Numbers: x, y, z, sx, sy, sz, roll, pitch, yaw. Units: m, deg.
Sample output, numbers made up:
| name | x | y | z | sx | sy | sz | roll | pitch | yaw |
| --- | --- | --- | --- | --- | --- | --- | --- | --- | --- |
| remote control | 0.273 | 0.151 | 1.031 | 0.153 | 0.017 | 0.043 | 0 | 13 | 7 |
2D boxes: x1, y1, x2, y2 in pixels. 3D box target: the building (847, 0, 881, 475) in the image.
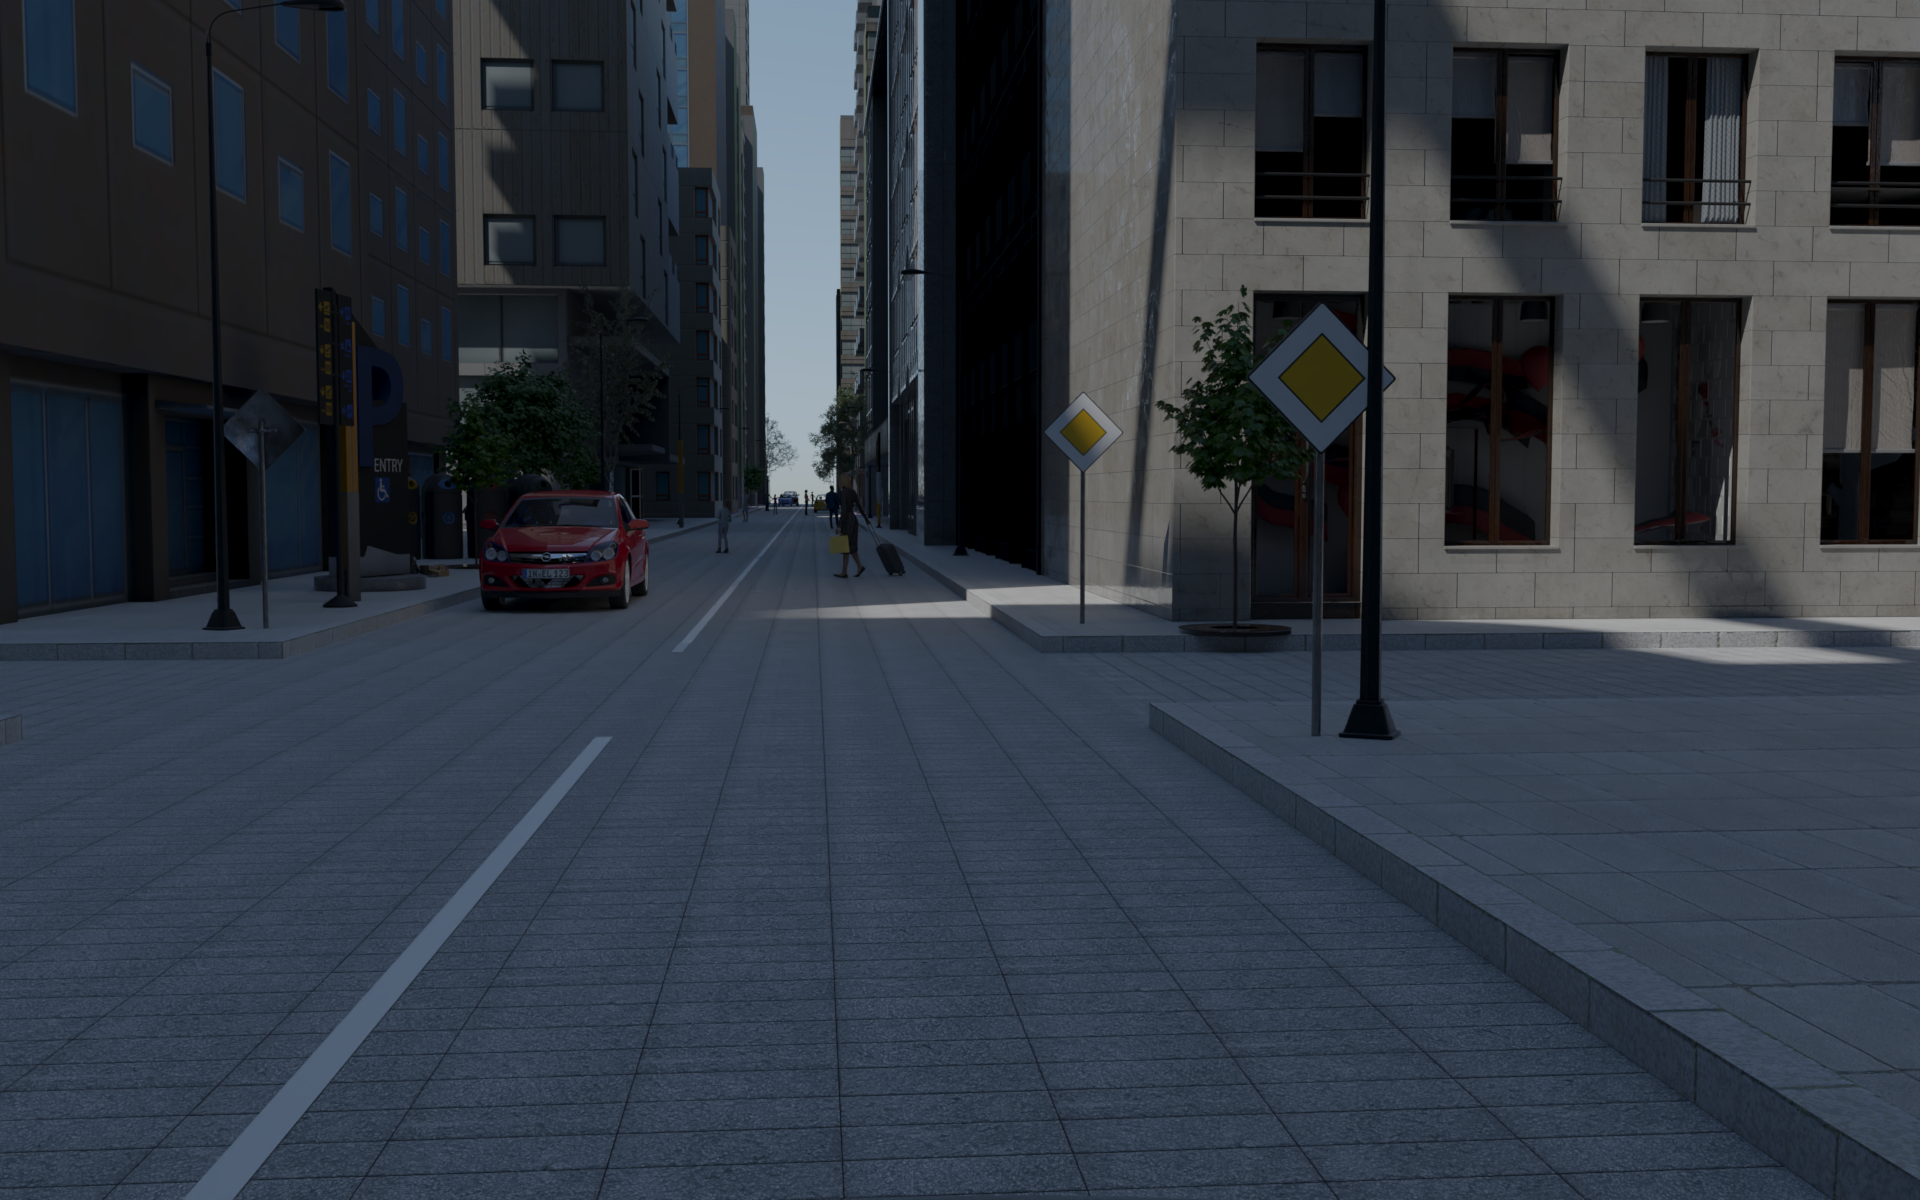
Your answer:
| name | x | y | z | sx | sy | sz | roll | pitch | yaw |
| --- | --- | --- | --- | --- | --- | --- | --- | --- | --- |
| building | 1.968 | -32.626 | 153.039 | 23.786 | 49.044 | 30.456 | 0 | 4 | -5 |

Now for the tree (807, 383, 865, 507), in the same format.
| name | x | y | z | sx | sy | sz | roll | pitch | yaw |
| --- | --- | --- | --- | --- | --- | --- | --- | --- | --- |
| tree | -11.100 | -15.967 | 178.062 | 9.611 | 12.733 | 9.660 | 0 | 3 | 0 |

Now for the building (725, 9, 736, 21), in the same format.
| name | x | y | z | sx | sy | sz | roll | pitch | yaw |
| --- | --- | --- | --- | --- | --- | --- | --- | --- | --- |
| building | -25.434 | -27.986 | 141.158 | 14.154 | 41.232 | 14.086 | 0 | 4 | -5 |

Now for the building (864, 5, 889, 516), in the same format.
| name | x | y | z | sx | sy | sz | roll | pitch | yaw |
| --- | --- | --- | --- | --- | --- | --- | --- | --- | --- |
| building | 1.046 | -20.518 | 107.172 | 14.160 | 30.474 | 14.107 | 0 | 4 | -5 |

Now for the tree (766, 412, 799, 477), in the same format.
| name | x | y | z | sx | sy | sz | roll | pitch | yaw |
| --- | --- | --- | --- | --- | --- | --- | --- | --- | --- |
| tree | -28.055 | -20.719 | 249.117 | 12.009 | 13.543 | 11.850 | 0 | 3 | 0 |

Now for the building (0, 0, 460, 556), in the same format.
| name | x | y | z | sx | sy | sz | roll | pitch | yaw |
| --- | --- | --- | --- | --- | --- | --- | --- | --- | --- |
| building | -21.506 | -24.087 | 43.941 | 14.600 | 45.320 | 14.200 | 0 | 4 | -5 |

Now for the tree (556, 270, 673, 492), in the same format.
| name | x | y | z | sx | sy | sz | roll | pitch | yaw |
| --- | --- | --- | --- | --- | --- | --- | --- | --- | --- |
| tree | -11.606 | -6.554 | 57.523 | 4.360 | 8.622 | 3.978 | 0 | 3 | 0 |

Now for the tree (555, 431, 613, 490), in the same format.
| name | x | y | z | sx | sy | sz | roll | pitch | yaw |
| --- | --- | --- | --- | --- | --- | --- | --- | --- | --- |
| tree | -11.420 | -3.482 | 51.524 | 1.663 | 3.219 | 1.824 | 0 | 3 | 0 |

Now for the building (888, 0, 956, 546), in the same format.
| name | x | y | z | sx | sy | sz | roll | pitch | yaw |
| --- | --- | --- | --- | --- | --- | --- | --- | --- | --- |
| building | 4.248 | -14.353 | 52.700 | 12.078 | 24.808 | 19.932 | 0 | 4 | -5 |

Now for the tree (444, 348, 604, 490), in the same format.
| name | x | y | z | sx | sy | sz | roll | pitch | yaw |
| --- | --- | --- | --- | --- | --- | --- | --- | --- | --- |
| tree | -9.737 | -3.377 | 38.923 | 4.285 | 4.588 | 4.351 | 0 | 3 | 0 |

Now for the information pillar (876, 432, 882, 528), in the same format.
| name | x | y | z | sx | sy | sz | roll | pitch | yaw |
| --- | --- | --- | --- | --- | --- | --- | --- | --- | --- |
| information pillar | -3.086 | -4.539 | 65.563 | 0.183 | 3.616 | 0.504 | -1 | 4 | -13 |

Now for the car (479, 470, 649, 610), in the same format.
| name | x | y | z | sx | sy | sz | roll | pitch | yaw |
| --- | --- | --- | --- | --- | --- | --- | --- | --- | --- |
| car | -5.150 | -0.844 | 22.846 | 2.155 | 1.783 | 4.494 | 0 | 4 | -5 |

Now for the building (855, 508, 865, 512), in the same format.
| name | x | y | z | sx | sy | sz | roll | pitch | yaw |
| --- | --- | --- | --- | --- | --- | --- | --- | --- | --- |
| building | 8.560 | -26.588 | 126.597 | 32.217 | 40.220 | 23.993 | 0 | 4 | -5 |

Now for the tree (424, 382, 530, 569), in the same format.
| name | x | y | z | sx | sy | sz | roll | pitch | yaw |
| --- | --- | --- | --- | --- | --- | --- | --- | --- | --- |
| tree | -8.333 | -2.154 | 29.813 | 1.663 | 3.219 | 1.824 | 0 | 3 | 0 |

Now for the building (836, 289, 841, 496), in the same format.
| name | x | y | z | sx | sy | sz | roll | pitch | yaw |
| --- | --- | --- | --- | --- | --- | --- | --- | --- | --- |
| building | -10.427 | -28.878 | 243.850 | 14.160 | 30.474 | 14.107 | 0 | 4 | -5 |

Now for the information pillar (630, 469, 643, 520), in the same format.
| name | x | y | z | sx | sy | sz | roll | pitch | yaw |
| --- | --- | --- | --- | --- | --- | --- | --- | --- | --- |
| information pillar | -9.380 | -2.800 | 50.270 | 0.304 | 2.012 | 0.304 | 0 | 4 | 2 |

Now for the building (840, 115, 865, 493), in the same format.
| name | x | y | z | sx | sy | sz | roll | pitch | yaw |
| --- | --- | --- | --- | --- | --- | --- | --- | --- | --- |
| building | -6.169 | -31.012 | 190.647 | 14.154 | 41.232 | 14.086 | 0 | 4 | -5 |

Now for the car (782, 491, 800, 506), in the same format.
| name | x | y | z | sx | sy | sz | roll | pitch | yaw |
| --- | --- | --- | --- | --- | --- | --- | --- | --- | --- |
| car | -20.541 | -12.296 | 209.709 | 2.281 | 1.827 | 5.304 | 0 | 4 | -4 |

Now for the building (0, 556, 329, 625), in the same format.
| name | x | y | z | sx | sy | sz | roll | pitch | yaw |
| --- | --- | --- | --- | --- | --- | --- | --- | --- | --- |
| building | -16.448 | -22.690 | 21.089 | 14.600 | 45.320 | 14.200 | 0 | 4 | -5 |

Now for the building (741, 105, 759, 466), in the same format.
| name | x | y | z | sx | sy | sz | roll | pitch | yaw |
| --- | --- | --- | --- | --- | --- | --- | --- | --- | --- |
| building | -29.900 | -33.344 | 195.281 | 14.600 | 45.320 | 14.200 | 0 | 4 | -5 |

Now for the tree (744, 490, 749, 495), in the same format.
| name | x | y | z | sx | sy | sz | roll | pitch | yaw |
| --- | --- | --- | --- | --- | --- | --- | --- | --- | --- |
| tree | -21.872 | -10.984 | 174.182 | 1.663 | 3.219 | 1.824 | 0 | 3 | 0 |

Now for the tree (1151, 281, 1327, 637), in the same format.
| name | x | y | z | sx | sy | sz | roll | pitch | yaw |
| --- | --- | --- | --- | --- | --- | --- | --- | --- | --- |
| tree | 2.533 | -1.296 | 15.795 | 1.663 | 3.219 | 1.824 | 0 | 3 | 0 |

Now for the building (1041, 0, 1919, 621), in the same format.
| name | x | y | z | sx | sy | sz | roll | pitch | yaw |
| --- | --- | --- | --- | --- | --- | --- | --- | --- | --- |
| building | 10.071 | -10.270 | 22.663 | 16.860 | 20.320 | 10.420 | 0 | 4 | -5 |

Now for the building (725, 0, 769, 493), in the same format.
| name | x | y | z | sx | sy | sz | roll | pitch | yaw |
| --- | --- | --- | --- | --- | --- | --- | --- | --- | --- |
| building | -35.516 | -48.181 | 226.015 | 20.563 | 71.187 | 20.611 | 0 | 4 | -5 |

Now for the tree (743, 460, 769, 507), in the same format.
| name | x | y | z | sx | sy | sz | roll | pitch | yaw |
| --- | --- | --- | --- | --- | --- | --- | --- | --- | --- |
| tree | -20.017 | -11.176 | 166.448 | 4.285 | 4.588 | 4.351 | 0 | 3 | 0 |

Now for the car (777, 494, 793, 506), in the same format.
| name | x | y | z | sx | sy | sz | roll | pitch | yaw |
| --- | --- | --- | --- | --- | --- | --- | --- | --- | --- |
| car | -20.675 | -11.944 | 204.878 | 1.945 | 1.707 | 3.694 | 0 | 4 | -5 |

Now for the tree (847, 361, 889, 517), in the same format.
| name | x | y | z | sx | sy | sz | roll | pitch | yaw |
| --- | --- | --- | --- | --- | --- | --- | --- | --- | --- |
| tree | -4.284 | -8.871 | 95.399 | 4.360 | 8.622 | 3.978 | 0 | 3 | 0 |

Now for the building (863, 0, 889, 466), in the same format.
| name | x | y | z | sx | sy | sz | roll | pitch | yaw |
| --- | --- | --- | --- | --- | --- | --- | --- | --- | --- |
| building | 3.250 | -15.816 | 77.657 | 14.314 | 24.678 | 30.058 | 0 | 4 | -5 |

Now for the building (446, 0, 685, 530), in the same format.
| name | x | y | z | sx | sy | sz | roll | pitch | yaw |
| --- | --- | --- | --- | --- | --- | --- | --- | --- | --- |
| building | -26.188 | -29.540 | 72.214 | 28.713 | 52.752 | 27.495 | 0 | 4 | -5 |

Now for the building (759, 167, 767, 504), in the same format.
| name | x | y | z | sx | sy | sz | roll | pitch | yaw |
| --- | --- | --- | --- | --- | --- | --- | --- | --- | --- |
| building | -30.848 | -32.193 | 209.948 | 14.154 | 41.232 | 14.086 | 0 | 4 | -5 |

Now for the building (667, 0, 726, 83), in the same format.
| name | x | y | z | sx | sy | sz | roll | pitch | yaw |
| --- | --- | --- | --- | --- | --- | --- | --- | --- | --- |
| building | -24.325 | -29.132 | 126.413 | 14.600 | 45.320 | 14.200 | 0 | 4 | -5 |

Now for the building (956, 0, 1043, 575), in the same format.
| name | x | y | z | sx | sy | sz | roll | pitch | yaw |
| --- | --- | --- | --- | --- | --- | --- | --- | --- | --- |
| building | 6.689 | -12.560 | 35.036 | 12.332 | 23.373 | 15.834 | 0 | 4 | -5 |

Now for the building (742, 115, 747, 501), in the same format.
| name | x | y | z | sx | sy | sz | roll | pitch | yaw |
| --- | --- | --- | --- | --- | --- | --- | --- | --- | --- |
| building | -26.841 | -28.841 | 155.149 | 14.154 | 41.232 | 14.086 | 0 | 4 | -5 |

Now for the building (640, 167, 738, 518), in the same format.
| name | x | y | z | sx | sy | sz | roll | pitch | yaw |
| --- | --- | --- | --- | --- | --- | --- | --- | --- | --- |
| building | -28.115 | -15.914 | 105.230 | 27.650 | 21.520 | 28.899 | 0 | 4 | -5 |

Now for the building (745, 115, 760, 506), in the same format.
| name | x | y | z | sx | sy | sz | roll | pitch | yaw |
| --- | --- | --- | --- | --- | --- | --- | --- | --- | --- |
| building | -28.690 | -30.433 | 181.169 | 14.154 | 41.232 | 14.086 | 0 | 4 | -5 |

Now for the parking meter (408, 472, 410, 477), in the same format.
| name | x | y | z | sx | sy | sz | roll | pitch | yaw |
| --- | --- | --- | --- | --- | --- | --- | --- | --- | --- |
| parking meter | -12.778 | -2.077 | 39.667 | 0.399 | 1.863 | 0.255 | 0 | 4 | 4 |
